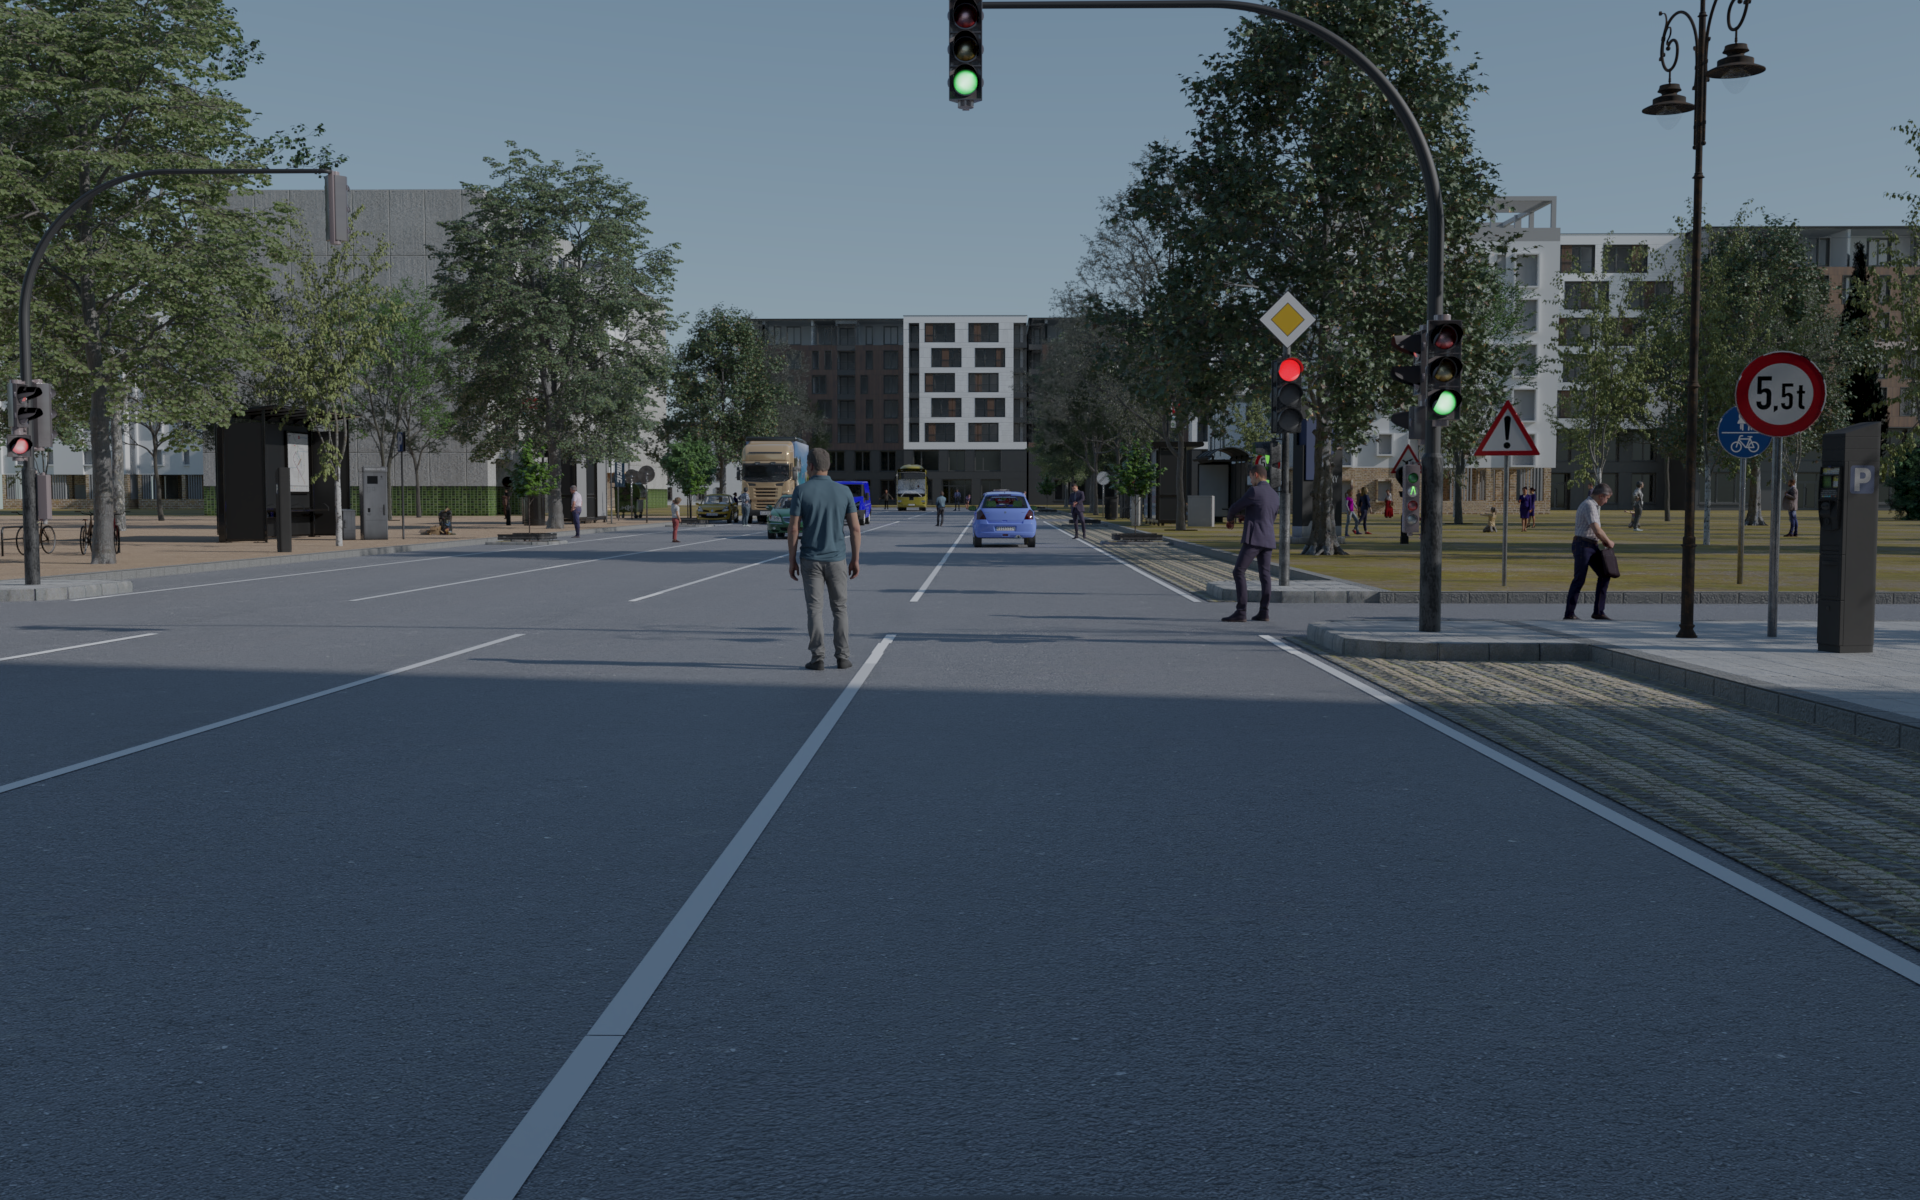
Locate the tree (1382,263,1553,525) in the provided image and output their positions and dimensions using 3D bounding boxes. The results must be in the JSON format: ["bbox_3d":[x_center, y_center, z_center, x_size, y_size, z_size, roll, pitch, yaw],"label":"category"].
[{"bbox_3d":[21.193,-9.028,73.363,9.928,11.665,9.643,0,3,0],"label":"tree"}]

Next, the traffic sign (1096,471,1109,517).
[{"bbox_3d":[8.082,-5.970,97.711,0.768,2.556,0.104,1,4,9],"label":"traffic sign"}]

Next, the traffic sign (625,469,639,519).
[{"bbox_3d":[-16.733,-5.391,88.247,0.768,2.556,0.104,1,4,10],"label":"traffic sign"}]

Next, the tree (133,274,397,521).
[{"bbox_3d":[-28.576,-8.420,72.073,7.601,10.594,8.767,0,4,-5],"label":"tree"}]

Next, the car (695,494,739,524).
[{"bbox_3d":[-11.951,-4.596,85.376,2.015,1.641,3.980,0,4,0],"label":"car"}]

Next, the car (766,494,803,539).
[{"bbox_3d":[-5.236,-2.752,56.792,2.131,1.459,4.920,0,3,0],"label":"car"}]

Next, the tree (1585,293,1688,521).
[{"bbox_3d":[32.933,-8.974,81.139,7.601,10.594,8.767,0,4,-2],"label":"tree"}]

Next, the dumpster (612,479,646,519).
[{"bbox_3d":[-17.375,-5.415,91.034,1.502,2.255,1.985,0,4,1],"label":"dumpster"}]

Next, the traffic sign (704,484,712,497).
[{"bbox_3d":[-14.300,-5.934,97.023,0.884,2.594,0.081,0,4,8],"label":"traffic sign"}]

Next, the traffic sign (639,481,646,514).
[{"bbox_3d":[-17.948,-5.937,97.073,0.884,2.594,0.081,1,4,9],"label":"traffic sign"}]

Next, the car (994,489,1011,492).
[{"bbox_3d":[3.361,-7.960,138.814,2.281,1.827,5.304,0,4,2],"label":"car"}]

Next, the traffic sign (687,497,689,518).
[{"bbox_3d":[-14.797,-5.749,94.108,0.768,2.556,0.104,0,4,7],"label":"traffic sign"}]

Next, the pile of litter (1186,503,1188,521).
[{"bbox_3d":[10.678,-4.253,83.502,1.719,0.858,1.176,-2,4,-30],"label":"pile of litter"}]

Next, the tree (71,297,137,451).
[{"bbox_3d":[-38.538,-9.054,82.443,7.601,10.594,8.767,-1,4,-18],"label":"tree"}]

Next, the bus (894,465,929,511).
[{"bbox_3d":[-4.104,-9.638,149.129,2.896,3.916,12.252,0,4,-1],"label":"bus"}]

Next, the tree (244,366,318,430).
[{"bbox_3d":[-37.079,-8.788,94.051,4.360,8.622,3.978,0,3,0],"label":"tree"}]

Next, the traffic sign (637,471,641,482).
[{"bbox_3d":[-17.488,-5.699,93.278,0.768,2.556,0.104,0,4,4],"label":"traffic sign"}]

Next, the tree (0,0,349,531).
[{"bbox_3d":[-27.978,-12.416,58.886,12.611,20.169,13.585,0,3,0],"label":"tree"}]

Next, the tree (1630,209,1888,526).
[{"bbox_3d":[32.372,-9.379,70.351,9.611,12.733,9.660,0,3,0],"label":"tree"}]

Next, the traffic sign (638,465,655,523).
[{"bbox_3d":[-13.920,-4.699,76.927,0.768,2.556,0.104,0,4,5],"label":"traffic sign"}]

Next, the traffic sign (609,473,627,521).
[{"bbox_3d":[-16.409,-5.085,83.145,0.884,2.594,0.081,0,4,6],"label":"traffic sign"}]

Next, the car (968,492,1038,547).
[{"bbox_3d":[1.196,-2.339,47.838,1.945,1.707,3.694,0,4,0],"label":"car"}]

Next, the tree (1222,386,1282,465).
[{"bbox_3d":[16.061,-8.732,93.137,4.737,8.622,4.395,0,3,0],"label":"tree"}]

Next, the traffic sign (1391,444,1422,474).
[{"bbox_3d":[11.618,-2.750,44.970,0.884,2.594,0.081,1,4,9],"label":"traffic sign"}]

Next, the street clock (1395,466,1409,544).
[{"bbox_3d":[11.440,-2.444,44.527,0.471,2.002,0.358,0,4,2],"label":"street clock"}]

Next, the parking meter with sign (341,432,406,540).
[{"bbox_3d":[-16.438,-3.193,48.461,1.738,3.016,0.543,-2,4,-33],"label":"parking meter with sign"}]

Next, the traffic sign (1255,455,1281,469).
[{"bbox_3d":[9.036,-3.108,50.928,0.768,2.556,0.104,0,4,2],"label":"traffic sign"}]

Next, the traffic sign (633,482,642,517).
[{"bbox_3d":[-17.616,-5.721,93.541,0.884,2.594,0.081,0,4,5],"label":"traffic sign"}]

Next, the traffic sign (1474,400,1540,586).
[{"bbox_3d":[7.581,-1.471,24.059,0.884,2.594,0.081,1,4,9],"label":"traffic sign"}]

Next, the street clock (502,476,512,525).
[{"bbox_3d":[-18.506,-4.060,70.945,0.471,2.002,0.358,0,4,-7],"label":"street clock"}]

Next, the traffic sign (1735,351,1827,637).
[{"bbox_3d":[7.304,-0.942,15.500,0.768,2.556,0.104,1,4,9],"label":"traffic sign"}]

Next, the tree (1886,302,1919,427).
[{"bbox_3d":[34.358,-6.727,60.342,4.360,8.622,3.978,0,3,0],"label":"tree"}]

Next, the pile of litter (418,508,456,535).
[{"bbox_3d":[-16.422,-2.475,54.423,1.176,0.858,1.719,-1,4,-8],"label":"pile of litter"}]

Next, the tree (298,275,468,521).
[{"bbox_3d":[-27.445,-9.599,82.704,9.928,11.665,9.643,0,3,0],"label":"tree"}]

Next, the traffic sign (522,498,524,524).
[{"bbox_3d":[-18.550,-4.488,73.479,0.768,2.556,0.104,0,4,2],"label":"traffic sign"}]

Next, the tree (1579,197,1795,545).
[{"bbox_3d":[18.998,-5.681,43.249,4.737,8.622,4.395,0,3,0],"label":"tree"}]

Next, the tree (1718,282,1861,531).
[{"bbox_3d":[28.702,-6.704,59.967,4.360,8.622,3.978,0,3,0],"label":"tree"}]

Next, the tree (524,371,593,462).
[{"bbox_3d":[-21.611,-8.806,94.348,4.360,8.622,3.978,0,3,0],"label":"tree"}]

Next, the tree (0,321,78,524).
[{"bbox_3d":[-39.004,-7.515,73.233,4.360,8.622,3.978,0,3,0],"label":"tree"}]

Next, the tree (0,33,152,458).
[{"bbox_3d":[-26.586,-8.528,46.086,9.857,13.997,8.962,0,3,0],"label":"tree"}]

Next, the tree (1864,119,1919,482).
[{"bbox_3d":[18.838,-5.045,32.853,4.737,8.622,4.395,0,3,0],"label":"tree"}]

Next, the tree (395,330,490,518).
[{"bbox_3d":[-29.317,-9.757,93.934,8.767,10.594,7.601,0,4,-1],"label":"tree"}]

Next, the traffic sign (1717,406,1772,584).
[{"bbox_3d":[11.120,-1.499,24.620,0.768,2.556,0.104,0,4,3],"label":"traffic sign"}]
